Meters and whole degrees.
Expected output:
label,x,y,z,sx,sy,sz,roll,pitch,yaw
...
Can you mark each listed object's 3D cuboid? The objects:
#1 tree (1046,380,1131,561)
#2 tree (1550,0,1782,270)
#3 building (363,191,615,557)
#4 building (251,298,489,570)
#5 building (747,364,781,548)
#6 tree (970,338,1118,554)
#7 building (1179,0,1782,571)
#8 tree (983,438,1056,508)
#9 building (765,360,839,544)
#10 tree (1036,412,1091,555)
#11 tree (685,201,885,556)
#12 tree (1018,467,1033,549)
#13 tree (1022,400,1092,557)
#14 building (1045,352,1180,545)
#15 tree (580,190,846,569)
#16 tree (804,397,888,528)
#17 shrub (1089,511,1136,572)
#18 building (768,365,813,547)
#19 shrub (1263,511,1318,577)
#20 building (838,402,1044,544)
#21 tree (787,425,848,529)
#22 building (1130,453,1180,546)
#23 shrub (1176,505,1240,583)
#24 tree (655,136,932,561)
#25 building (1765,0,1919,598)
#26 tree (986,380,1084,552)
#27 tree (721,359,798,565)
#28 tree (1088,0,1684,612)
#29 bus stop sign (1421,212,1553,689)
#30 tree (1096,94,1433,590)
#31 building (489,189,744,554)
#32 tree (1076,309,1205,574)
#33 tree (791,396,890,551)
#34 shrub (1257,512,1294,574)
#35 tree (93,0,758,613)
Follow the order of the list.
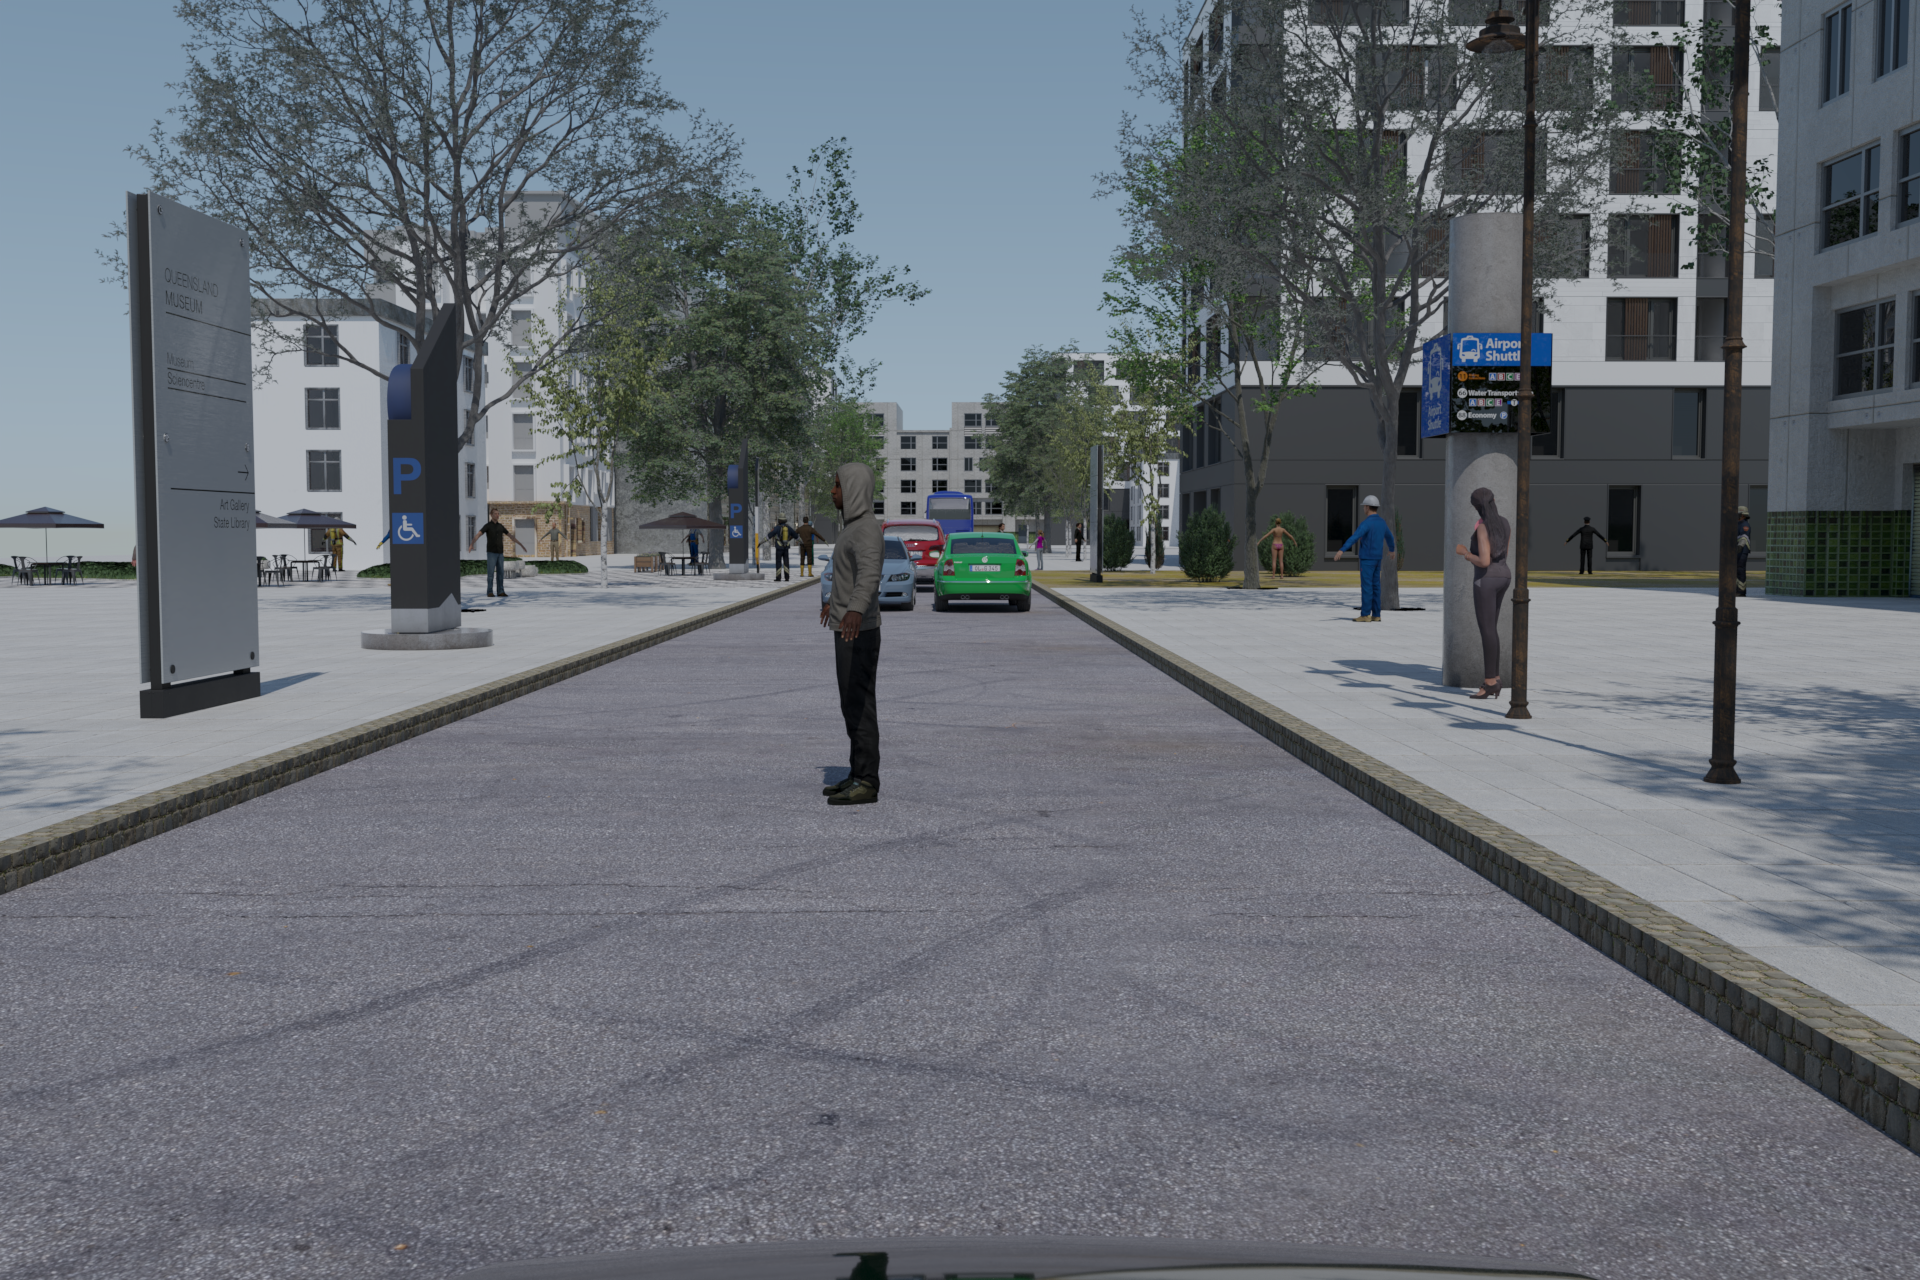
label,x,y,z,sx,sy,sz,roll,pitch,yaw
tree,6.300,-8.160,83.775,4.737,8.622,4.395,0,3,0
tree,22.531,-11.608,45.685,12.611,20.169,13.585,0,3,0
building,-26.729,-14.704,96.832,16.016,20.090,11.380,0,4,-1
building,-25.158,-8.177,75.838,9.099,9.664,28.070,0,3,0
building,-27.251,-20.451,165.308,19.493,23.208,18.063,0,4,-1
tree,5.596,-12.623,113.037,9.857,13.997,8.962,0,3,0
building,23.238,-14.173,75.703,27.936,21.610,32.646,0,4,0
tree,6.168,-12.365,136.580,8.767,10.594,7.601,0,4,-5
building,-29.846,-22.547,212.620,27.936,21.610,32.646,0,4,0
tree,6.691,-9.420,104.384,4.360,8.622,3.978,0,3,0
tree,-10.412,-15.020,101.467,12.611,20.169,13.585,0,3,0
tree,5.472,-11.892,144.803,4.360,8.622,3.978,0,3,0
tree,6.026,-8.833,94.783,4.360,8.622,3.978,0,3,0
building,24.119,-22.459,211.178,27.936,21.610,32.646,0,4,-1
tree,-9.029,-9.569,63.106,9.857,13.997,8.962,0,3,0
tree,-9.560,-13.728,142.582,7.486,12.596,7.792,0,3,0
shrub,5.231,-3.390,59.461,1.661,2.075,1.752,0,3,0
building,-26.224,-21.742,186.412,19.493,23.208,18.063,0,4,0
shrub,9.859,-2.892,51.710,1.690,2.028,1.600,0,3,0
building,-0.952,-22.603,238.479,31.486,18.905,16.747,0,4,1
tree,-9.981,-10.030,114.358,4.360,8.622,3.978,0,3,0
building,23.430,-14.526,179.654,9.099,9.664,28.070,0,4,0
shrub,6.581,-2.571,46.084,1.661,2.075,1.752,0,3,0
tree,-8.073,-13.836,82.108,12.611,20.169,13.585,0,3,0
building,25.688,-9.429,20.625,16.747,18.905,31.486,0,4,-1
tree,5.320,-12.726,126.191,7.486,12.596,7.792,0,3,0
tree,-8.511,-7.409,71.502,4.737,8.622,4.395,0,3,0
tree,7.157,-7.249,28.884,12.009,13.543,11.850,0,3,0
bus stop sign,4.402,-1.562,14.552,0.837,3.901,0.837,0,4,-1
tree,6.882,-6.986,39.971,9.928,11.665,9.643,0,3,0
building,-25.372,-17.671,119.850,19.493,23.208,18.063,0,4,0
tree,6.004,-6.443,55.707,4.737,8.622,4.395,0,3,0
tree,-8.977,-12.483,129.852,9.928,11.665,9.643,0,3,0
shrub,10.309,-3.143,55.805,1.690,2.028,1.600,0,3,0
tree,-8.356,-7.210,28.259,12.009,13.543,11.850,0,3,0
